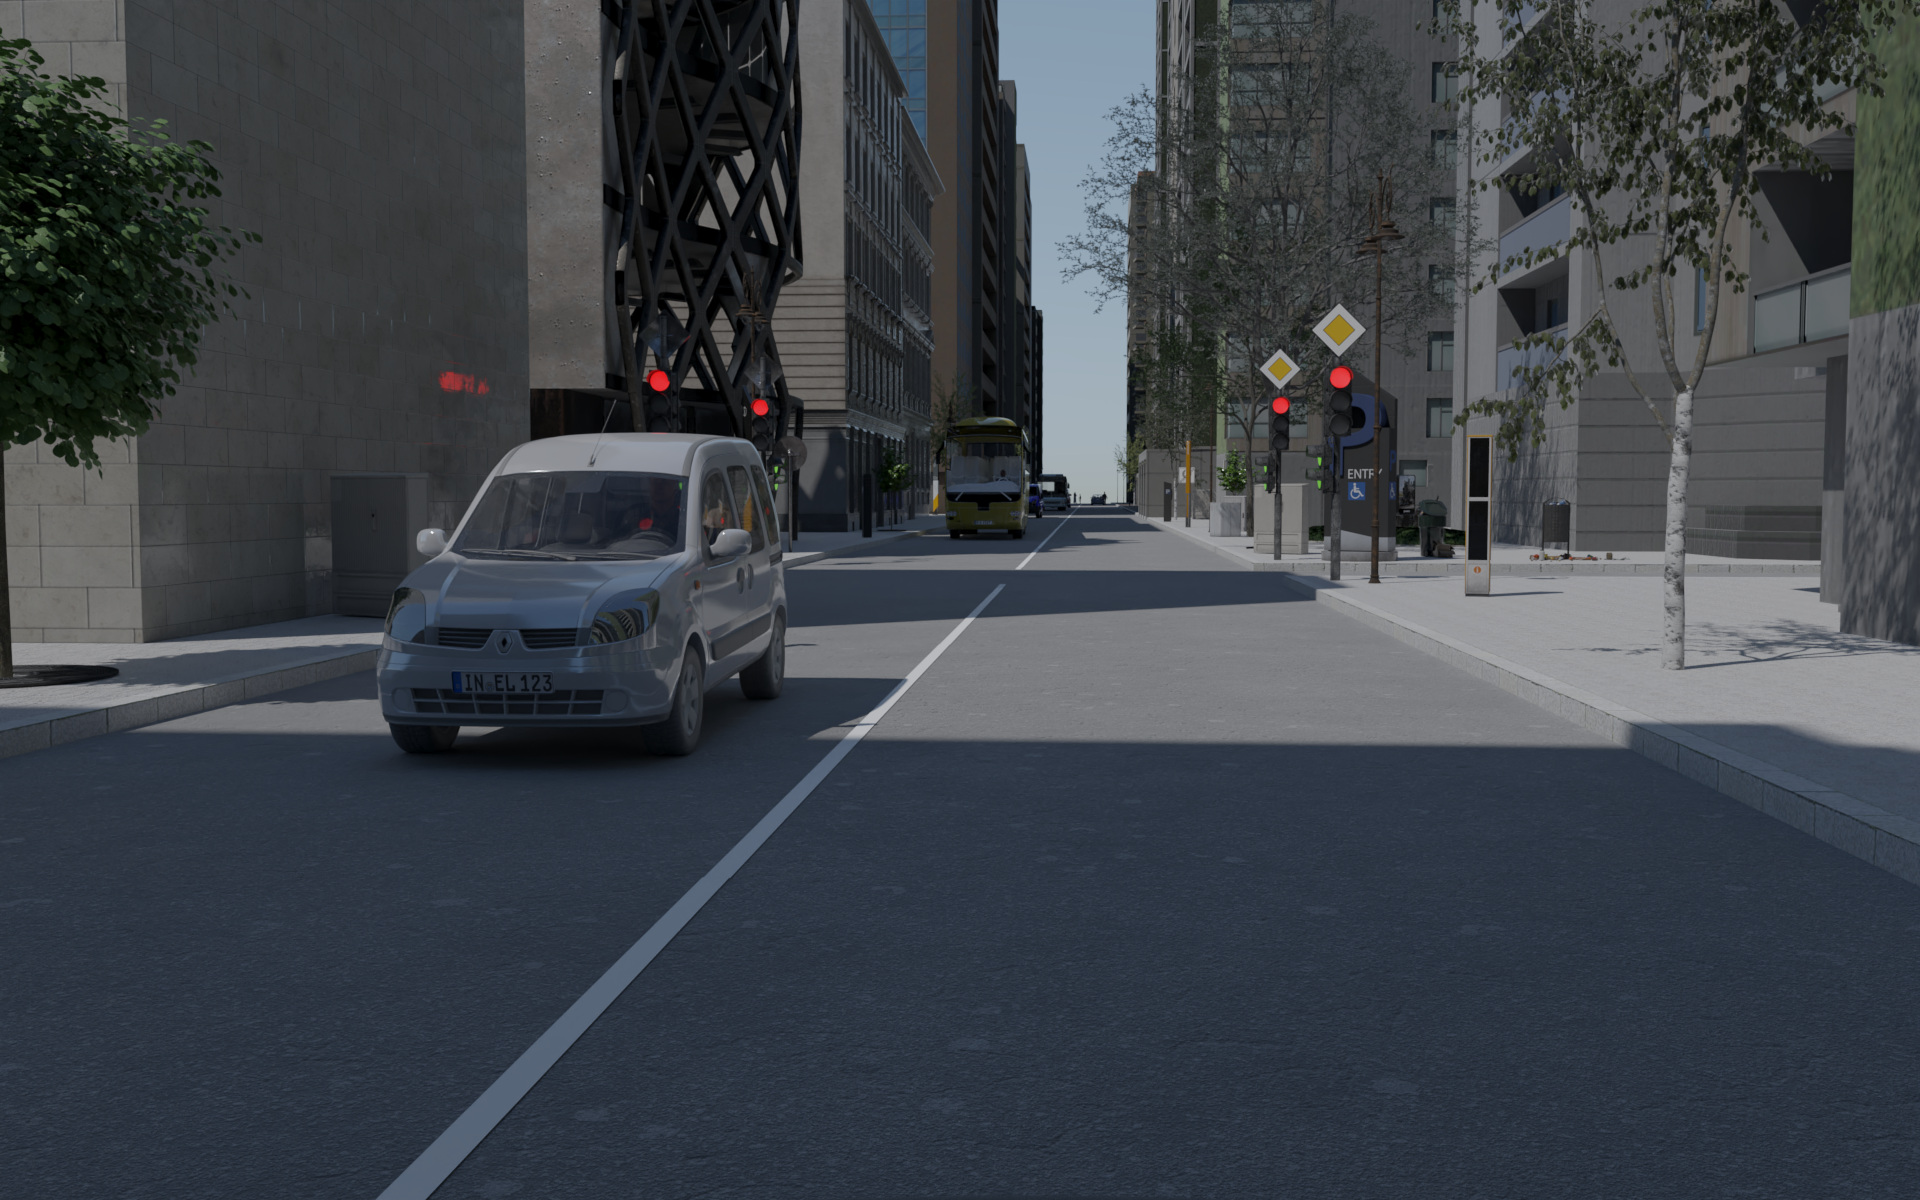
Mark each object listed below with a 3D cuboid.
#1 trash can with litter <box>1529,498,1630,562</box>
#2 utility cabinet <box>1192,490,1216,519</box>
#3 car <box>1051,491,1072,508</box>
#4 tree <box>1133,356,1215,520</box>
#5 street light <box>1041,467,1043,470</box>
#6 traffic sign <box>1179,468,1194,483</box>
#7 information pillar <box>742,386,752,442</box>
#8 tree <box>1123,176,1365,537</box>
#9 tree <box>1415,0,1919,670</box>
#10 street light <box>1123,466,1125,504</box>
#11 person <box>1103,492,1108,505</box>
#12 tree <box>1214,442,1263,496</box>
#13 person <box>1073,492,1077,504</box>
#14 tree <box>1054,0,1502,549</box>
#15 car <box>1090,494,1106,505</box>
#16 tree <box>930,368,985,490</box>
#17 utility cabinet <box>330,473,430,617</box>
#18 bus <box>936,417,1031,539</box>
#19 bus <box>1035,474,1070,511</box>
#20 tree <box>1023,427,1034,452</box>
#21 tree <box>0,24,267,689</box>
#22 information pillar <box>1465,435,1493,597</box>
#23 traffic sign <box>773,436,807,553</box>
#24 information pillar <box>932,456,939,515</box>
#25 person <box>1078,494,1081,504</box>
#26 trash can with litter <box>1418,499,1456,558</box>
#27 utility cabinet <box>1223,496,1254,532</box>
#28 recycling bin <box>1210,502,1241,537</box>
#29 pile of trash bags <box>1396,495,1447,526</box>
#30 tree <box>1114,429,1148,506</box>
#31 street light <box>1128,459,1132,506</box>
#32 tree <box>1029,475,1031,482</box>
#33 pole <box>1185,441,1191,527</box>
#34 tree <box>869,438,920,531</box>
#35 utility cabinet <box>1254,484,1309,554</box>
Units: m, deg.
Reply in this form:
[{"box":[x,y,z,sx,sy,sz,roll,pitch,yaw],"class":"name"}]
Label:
[{"box":[11.998,-1.380,33.623,2.233,1.210,1.678,0,4,-1],"class":"trash can with litter"},{"box":[12.255,-4.790,86.998,1.173,1.500,0.318,0,4,-3],"class":"utility cabinet"},{"box":[10.605,-10.586,181.759,2.281,1.827,5.304,0,4,5],"class":"car"},{"box":[10.684,-8.274,85.641,4.360,8.622,3.978,0,3,0],"class":"tree"},{"box":[11.561,-16.590,244.039,0.468,5.910,1.993,0,4,4],"class":"street light"},{"box":[8.772,-3.970,67.035,0.606,2.300,0.079,1,4,8],"class":"traffic sign"},{"box":[-4.564,-2.813,37.340,0.183,3.616,0.504,-2,4,-28],"class":"information pillar"},{"box":[8.356,-7.154,51.381,7.601,10.594,8.767,-1,4,-14],"class":"tree"},{"box":[5.278,-3.810,12.648,4.360,8.622,3.978,0,3,0],"class":"tree"},{"box":[20.517,-14.929,216.883,0.468,5.910,1.993,0,4,4],"class":"street light"},{"box":[18.790,-13.199,224.851,0.434,1.755,0.990,-3,5,-43],"class":"person"},{"box":[10.144,-4.263,64.298,1.663,3.219,1.824,0,3,0],"class":"tree"},{"box":[17.358,-15.425,261.366,0.621,1.740,0.551,3,4,38],"class":"person"},{"box":[7.316,-7.924,39.921,12.009,13.543,11.850,0,3,0],"class":"tree"},{"box":[17.532,-12.732,220.168,2.014,1.417,4.499,0,4,6],"class":"car"},{"box":[-0.649,-9.153,100.021,4.737,8.622,4.395,0,3,0],"class":"tree"},{"box":[-6.032,-0.569,17.983,1.173,1.500,0.318,2,4,32],"class":"utility cabinet"},{"box":[1.019,-4.121,58.928,2.896,3.916,12.252,0,4,3],"class":"bus"},{"box":[8.079,-9.659,152.788,2.948,3.499,13.247,0,4,2],"class":"bus"},{"box":[5.956,-14.424,186.198,4.737,8.622,4.395,0,3,0],"class":"tree"},{"box":[-6.555,-1.725,11.918,4.285,4.588,4.351,0,3,0],"class":"tree"},{"box":[6.498,-1.052,21.688,0.304,2.012,0.304,1,4,19],"class":"information pillar"},{"box":[-3.721,-2.313,37.930,0.768,2.556,0.104,1,4,10],"class":"traffic sign"},{"box":[-1.480,-7.045,106.546,0.183,3.616,0.504,-3,4,-37],"class":"information pillar"},{"box":[17.123,-14.401,247.214,0.557,1.426,1.065,-1,4,-17],"class":"person"},{"box":[9.753,-1.457,35.203,0.624,1.170,1.055,-1,4,-12],"class":"trash can with litter"},{"box":[9.550,-2.945,59.319,1.020,1.237,0.306,2,4,26],"class":"utility cabinet"},{"box":[7.971,-2.413,52.009,0.722,1.027,0.722,-1,4,-17],"class":"recycling bin"},{"box":[16.739,-3.169,61.561,1.912,1.369,3.447,-3,5,-40],"class":"pile of trash bags"},{"box":[19.274,-14.877,193.605,4.737,8.622,4.395,0,3,0],"class":"tree"},{"box":[18.070,-12.942,184.394,0.468,5.910,1.993,0,4,4],"class":"street light"},{"box":[5.700,-11.891,178.135,4.285,4.588,4.351,0,3,0],"class":"tree"},{"box":[8.765,-4.442,66.467,0.158,3.312,0.155,0,3,0],"class":"pole"},{"box":[-2.363,-3.979,59.651,1.663,3.219,1.824,0,3,0],"class":"tree"},{"box":[6.858,-1.732,37.004,1.173,1.500,0.318,3,5,42],"class":"utility cabinet"}]
